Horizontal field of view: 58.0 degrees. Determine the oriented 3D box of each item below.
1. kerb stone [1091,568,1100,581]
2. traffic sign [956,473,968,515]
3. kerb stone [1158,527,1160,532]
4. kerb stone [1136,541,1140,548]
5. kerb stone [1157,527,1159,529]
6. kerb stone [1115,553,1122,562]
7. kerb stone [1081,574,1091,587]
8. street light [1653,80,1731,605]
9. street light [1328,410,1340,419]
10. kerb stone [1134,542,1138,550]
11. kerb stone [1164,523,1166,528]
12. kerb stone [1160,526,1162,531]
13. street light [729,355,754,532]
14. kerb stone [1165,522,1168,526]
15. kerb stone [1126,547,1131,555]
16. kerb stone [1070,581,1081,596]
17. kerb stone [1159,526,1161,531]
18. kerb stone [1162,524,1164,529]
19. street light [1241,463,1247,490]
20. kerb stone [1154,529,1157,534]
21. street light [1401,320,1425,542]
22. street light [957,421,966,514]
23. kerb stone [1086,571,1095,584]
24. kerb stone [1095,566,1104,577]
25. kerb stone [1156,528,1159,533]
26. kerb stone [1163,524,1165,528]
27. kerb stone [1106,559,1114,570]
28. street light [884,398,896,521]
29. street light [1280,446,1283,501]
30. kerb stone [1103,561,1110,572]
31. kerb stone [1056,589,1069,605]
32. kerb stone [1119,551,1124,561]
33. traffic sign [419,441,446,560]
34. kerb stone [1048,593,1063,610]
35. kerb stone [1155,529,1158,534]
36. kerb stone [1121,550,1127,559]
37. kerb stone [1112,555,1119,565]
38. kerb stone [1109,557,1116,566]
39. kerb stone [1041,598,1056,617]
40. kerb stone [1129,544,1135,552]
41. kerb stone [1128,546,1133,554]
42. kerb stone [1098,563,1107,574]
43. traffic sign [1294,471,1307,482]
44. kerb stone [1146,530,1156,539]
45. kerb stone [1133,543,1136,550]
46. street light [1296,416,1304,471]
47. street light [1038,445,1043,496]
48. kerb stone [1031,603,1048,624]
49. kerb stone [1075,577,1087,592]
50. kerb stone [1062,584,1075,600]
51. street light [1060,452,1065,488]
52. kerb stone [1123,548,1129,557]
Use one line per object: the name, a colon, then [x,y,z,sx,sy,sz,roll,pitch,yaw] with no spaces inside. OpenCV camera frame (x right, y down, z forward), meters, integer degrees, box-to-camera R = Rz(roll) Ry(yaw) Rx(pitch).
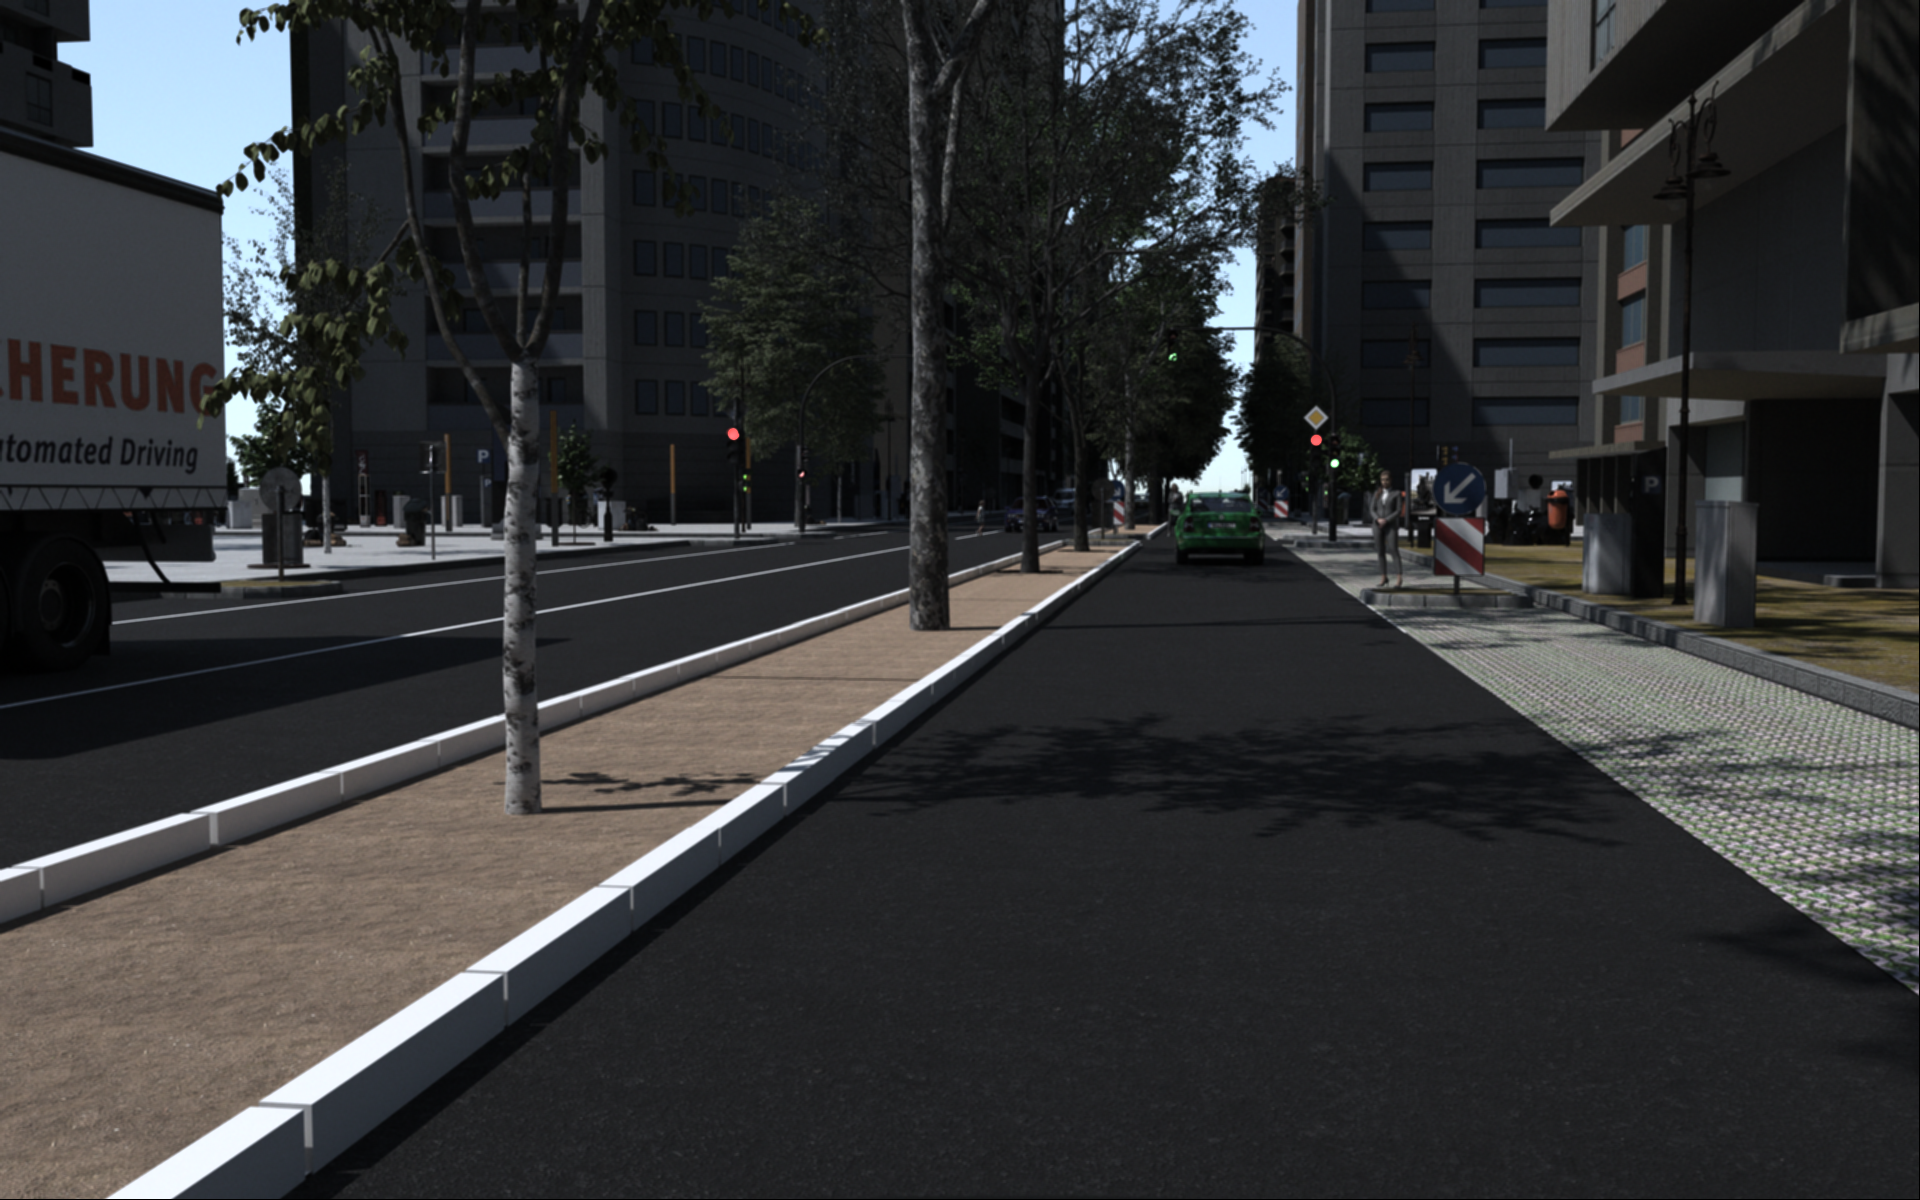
kerb stone: [2.164,-0.380,28.482,0.120,0.150,1.000,1,4,8]
traffic sign: [0.107,-6.482,106.080,0.768,2.556,0.104,1,4,15]
kerb stone: [7.059,-2.464,62.483,0.120,0.150,1.000,1,4,8]
kerb stone: [4.510,-1.379,44.741,0.120,0.150,1.000,1,4,8]
kerb stone: [6.916,-2.401,61.469,0.120,0.150,1.000,1,4,8]
kerb stone: [3.184,-0.819,35.592,0.120,0.150,1.000,1,4,8]
kerb stone: [1.868,-0.259,26.454,0.120,0.150,1.000,1,4,8]
street light: [8.360,-2.884,19.937,0.468,5.910,1.993,1,4,8]
street light: [16.590,-6.374,77.008,0.468,5.910,1.993,1,4,8]
kerb stone: [4.359,-1.317,43.730,0.120,0.150,1.000,1,4,8]
kerb stone: [8.237,-2.961,70.607,0.120,0.150,1.000,1,4,8]
kerb stone: [7.358,-2.588,64.511,0.120,0.150,1.000,1,4,8]
street light: [-7.239,-5.196,57.737,0.468,5.910,1.993,1,4,8]
kerb stone: [8.532,-3.085,72.629,0.120,0.150,1.000,1,4,8]
kerb stone: [3.773,-1.068,39.658,0.120,0.150,1.000,1,4,8]
kerb stone: [1.572,-0.136,24.423,0.120,0.150,1.000,1,4,8]
kerb stone: [7.204,-2.526,63.494,0.120,0.150,1.000,1,4,8]
kerb stone: [7.791,-2.773,67.554,0.120,0.150,1.000,1,4,8]
street light: [43.023,-17.632,261.068,0.468,5.910,1.993,1,4,8]
kerb stone: [6.477,-2.216,58.429,0.120,0.150,1.000,1,4,8]
street light: [12.080,-4.496,46.298,0.468,5.910,1.993,1,4,8]
street light: [0.165,-8.333,109.025,0.468,5.910,1.993,1,4,8]
kerb stone: [2.013,-0.321,27.468,0.120,0.150,1.000,1,4,8]
kerb stone: [2.311,-0.439,29.496,0.120,0.150,1.000,1,4,8]
kerb stone: [6.775,-2.340,60.456,0.120,0.150,1.000,1,4,8]
kerb stone: [7.949,-2.836,68.567,0.120,0.150,1.000,1,4,8]
kerb stone: [2.750,-0.627,32.549,0.120,0.150,1.000,1,4,8]
street light: [-3.402,-6.762,83.338,0.468,5.910,1.993,1,4,8]
street light: [23.964,-9.529,128.592,0.468,5.910,1.993,1,4,8]
kerb stone: [2.600,-0.571,31.537,0.120,0.150,1.000,1,4,8]
kerb stone: [1.280,-0.010,22.391,0.120,0.150,1.000,1,4,8]
kerb stone: [3.327,-0.882,36.610,0.120,0.150,1.000,1,4,8]
traffic sign: [-10.271,-1.933,33.730,0.606,2.300,0.079,1,4,18]
kerb stone: [1.134,0.051,21.379,0.120,0.150,1.000,1,4,8]
kerb stone: [6.623,-2.278,59.445,0.120,0.150,1.000,1,4,8]
kerb stone: [3.490,-0.944,37.629,0.120,0.150,1.000,1,4,8]
kerb stone: [3.036,-0.755,34.578,0.120,0.150,1.000,1,4,8]
kerb stone: [2.892,-0.694,33.565,0.120,0.150,1.000,1,4,8]
kerb stone: [0.994,0.112,20.362,0.120,0.150,1.000,1,4,8]
kerb stone: [4.067,-1.192,41.691,0.120,0.150,1.000,1,4,8]
kerb stone: [3.918,-1.130,40.674,0.120,0.150,1.000,1,4,8]
kerb stone: [2.457,-0.506,30.520,0.120,0.150,1.000,1,4,8]
traffic sign: [18.956,-5.888,96.369,0.768,2.556,0.104,1,4,12]
kerb stone: [6.326,-2.151,57.411,0.120,0.150,1.000,1,4,8]
kerb stone: [4.209,-1.255,42.713,0.120,0.150,1.000,1,4,8]
street light: [20.207,-7.963,102.980,0.468,5.910,1.993,1,4,8]
street light: [7.349,-11.373,158.730,0.468,5.910,1.993,1,4,8]
kerb stone: [0.852,0.174,19.349,0.120,0.150,1.000,1,4,8]
kerb stone: [1.732,-0.196,25.436,0.120,0.150,1.000,1,4,8]
kerb stone: [1.423,-0.074,23.412,0.120,0.150,1.000,1,4,8]
street light: [10.918,-12.927,184.136,0.468,5.910,1.993,1,4,8]
kerb stone: [3.624,-1.006,38.647,0.120,0.150,1.000,1,4,8]
